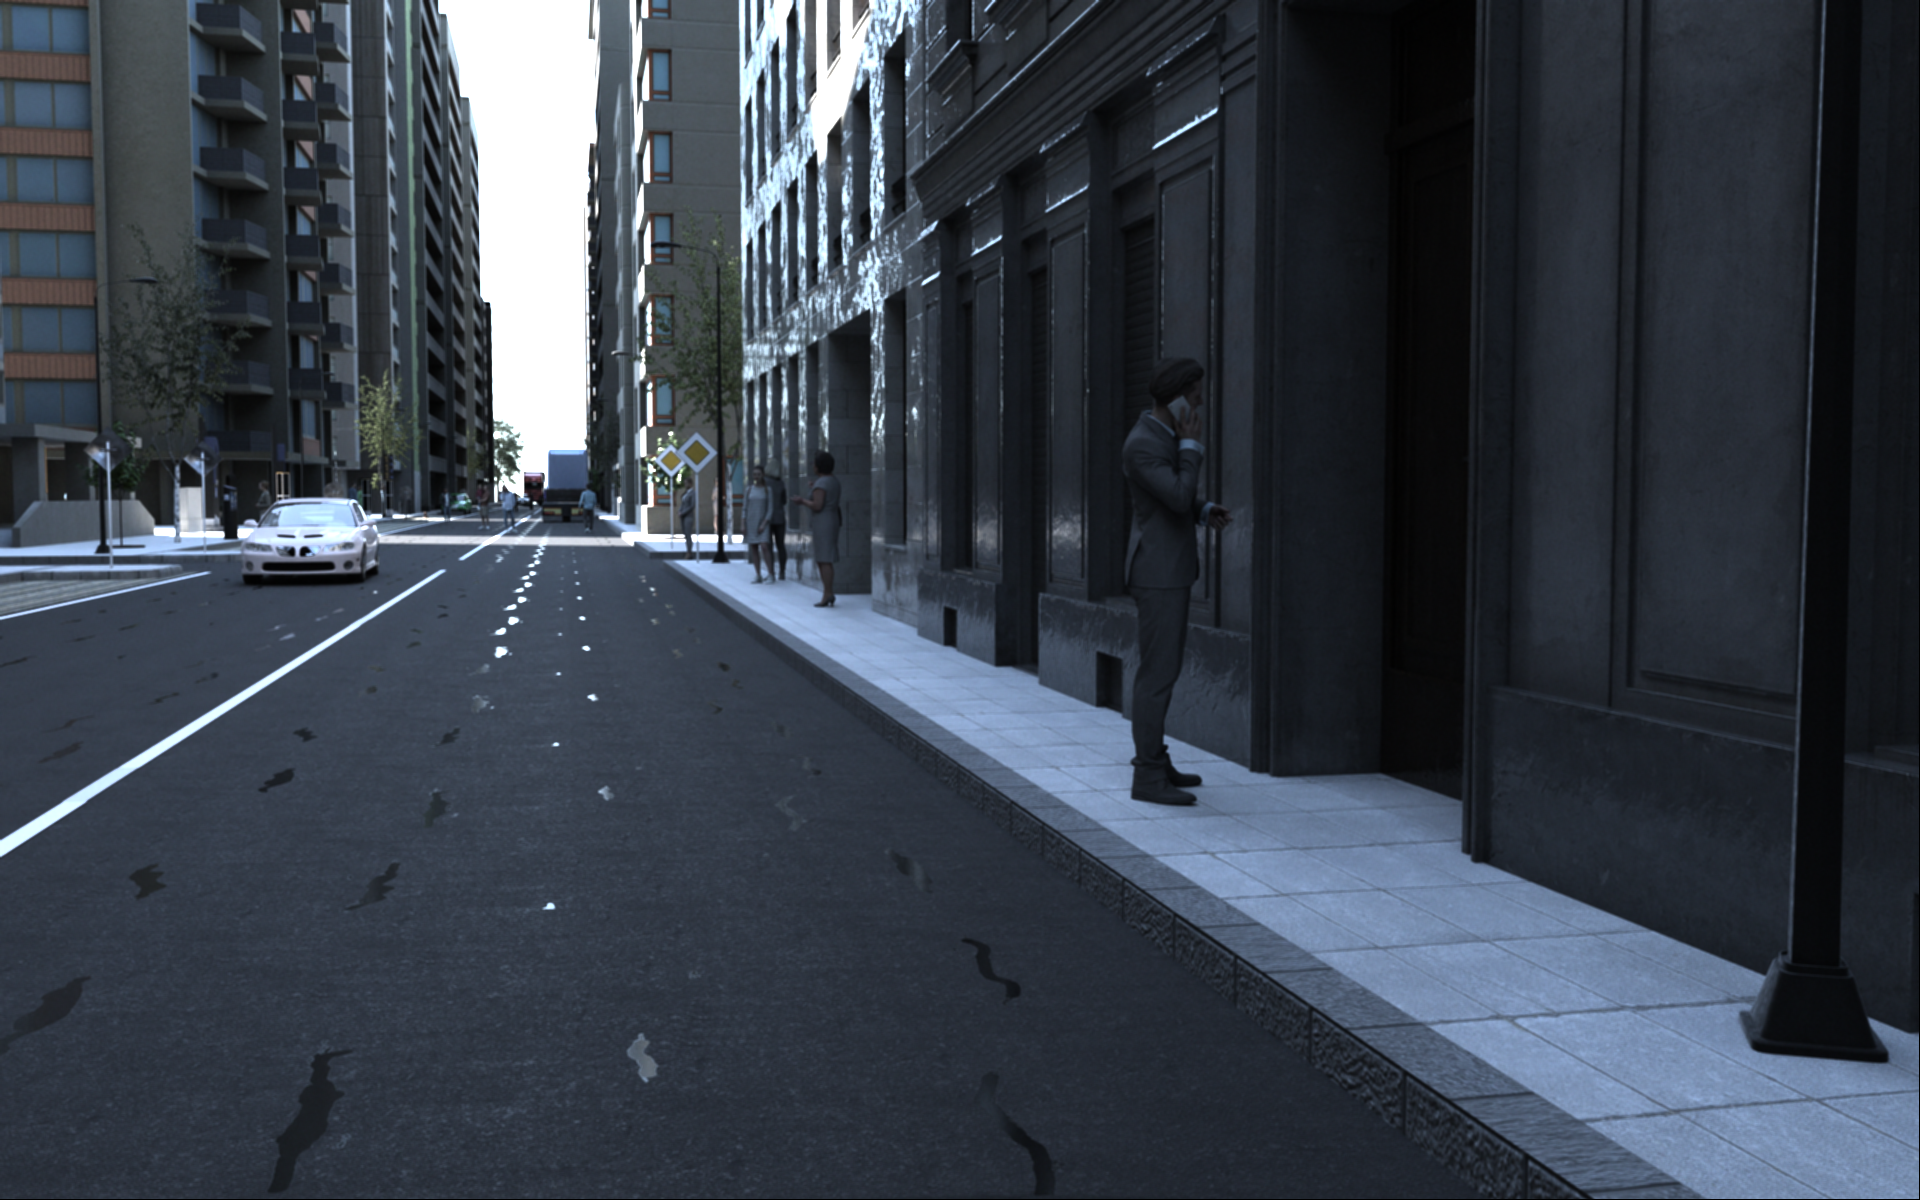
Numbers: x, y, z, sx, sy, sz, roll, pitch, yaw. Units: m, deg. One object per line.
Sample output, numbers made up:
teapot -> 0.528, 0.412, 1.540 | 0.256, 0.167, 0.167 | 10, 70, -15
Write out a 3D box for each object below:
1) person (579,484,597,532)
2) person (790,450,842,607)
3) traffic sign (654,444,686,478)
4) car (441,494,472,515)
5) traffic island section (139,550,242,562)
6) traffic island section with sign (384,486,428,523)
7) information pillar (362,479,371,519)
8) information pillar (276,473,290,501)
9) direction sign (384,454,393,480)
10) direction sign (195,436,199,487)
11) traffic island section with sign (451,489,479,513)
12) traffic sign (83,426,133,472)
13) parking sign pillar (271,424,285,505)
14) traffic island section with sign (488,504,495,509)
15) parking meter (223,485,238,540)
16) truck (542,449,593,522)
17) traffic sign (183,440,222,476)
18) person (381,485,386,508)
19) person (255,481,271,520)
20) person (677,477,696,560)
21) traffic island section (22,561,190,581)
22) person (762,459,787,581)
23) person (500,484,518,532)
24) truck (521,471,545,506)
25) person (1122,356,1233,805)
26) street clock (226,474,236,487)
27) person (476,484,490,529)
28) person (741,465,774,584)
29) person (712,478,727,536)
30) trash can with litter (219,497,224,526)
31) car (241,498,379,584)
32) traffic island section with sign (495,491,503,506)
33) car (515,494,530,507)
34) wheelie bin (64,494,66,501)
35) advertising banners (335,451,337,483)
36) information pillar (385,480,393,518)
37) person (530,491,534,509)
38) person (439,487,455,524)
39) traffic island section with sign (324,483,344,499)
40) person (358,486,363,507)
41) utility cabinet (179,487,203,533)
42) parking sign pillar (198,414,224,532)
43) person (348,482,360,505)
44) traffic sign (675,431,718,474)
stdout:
person -> -14.064, -3.487, 65.526 | 0.660, 1.820, 0.620 | -2, 4, -31
person -> -1.597, -0.817, 19.767 | 0.532, 1.782, 0.716 | 1, 4, 17
traffic sign -> -6.628, -2.307, 39.914 | 0.795, 2.593, 0.064 | -1, 4, -13
car -> -35.523, -6.936, 122.197 | 1.959, 1.807, 4.718 | -1, 4, -11
traffic island section -> -16.497, -0.947, 37.761 | 2.009, 0.180, 2.903 | -1, 4, -13
traffic island section with sign -> -27.543, -4.743, 86.181 | 1.989, 1.847, 2.006 | -1, 4, -13
information pillar -> -28.992, -4.901, 84.618 | 0.304, 2.012, 0.304 | 0, 4, 5
information pillar -> -23.152, -3.351, 59.279 | 0.304, 2.012, 0.304 | 2, 4, 29
direction sign -> -32.308, -6.482, 97.984 | 0.379, 3.537, 0.876 | 1, 4, 14
direction sign -> -29.628, -4.607, 67.317 | 0.379, 3.537, 0.876 | -2, 4, -28
traffic island section with sign -> -38.748, -7.749, 135.327 | 1.989, 1.847, 2.006 | -1, 4, -13
traffic sign -> -14.701, -1.696, 29.913 | 0.795, 2.593, 0.064 | -1, 4, -13
parking sign pillar -> -26.425, -4.809, 67.100 | 1.447, 3.967, 1.447 | -2, 4, -24
traffic island section with sign -> -44.742, -9.357, 161.610 | 1.989, 1.847, 2.006 | -1, 4, -13
parking meter -> -20.644, -2.483, 49.010 | 0.372, 1.533, 0.369 | 0, 3, 0
truck -> -21.970, -6.549, 96.835 | 2.967, 4.110, 18.799 | -1, 4, -12
traffic sign -> -16.475, -2.172, 37.699 | 0.795, 2.593, 0.064 | -1, 4, -13
person -> -32.910, -5.686, 99.267 | 0.793, 1.790, 0.793 | 0, 4, -2
person -> -17.061, -2.041, 42.415 | 0.362, 1.759, 0.519 | -2, 4, -27
person -> -5.807, -1.697, 36.515 | 0.520, 1.790, 0.573 | 3, 4, 38
traffic island section -> -14.722, -0.471, 29.975 | 2.009, 0.180, 2.903 | -1, 4, -13
person -> -2.834, -1.192, 25.712 | 0.537, 1.800, 0.526 | -1, 4, -15
person -> -16.882, -3.427, 64.788 | 0.793, 1.790, 0.793 | 3, 4, 36
truck -> -52.785, -13.800, 214.547 | 2.839, 4.237, 11.283 | -1, 4, -12
person -> 0.921, -0.089, 7.312 | 0.447, 1.846, 0.655 | 1, 4, 11
street clock -> -26.765, -3.611, 63.613 | 0.358, 2.002, 0.471 | -3, 5, -41
person -> -19.626, -3.843, 71.304 | 0.580, 1.828, 0.573 | -1, 4, -16
person -> -2.891, -1.094, 24.928 | 0.512, 1.701, 0.522 | 1, 4, 12
person -> -7.435, -2.886, 53.571 | 0.374, 1.781, 0.599 | -2, 4, -25
trash can with litter -> -29.016, -3.460, 67.952 | 0.624, 1.170, 1.055 | 0, 4, -1
car -> -10.948, -1.041, 29.382 | 2.083, 1.381, 4.827 | -1, 4, -14
traffic island section with sign -> -56.928, -12.630, 215.124 | 1.989, 1.847, 2.006 | -1, 4, -13
car -> -49.660, -11.430, 196.662 | 2.009, 1.686, 4.222 | -1, 4, -13
wheelie bin -> -30.606, -3.192, 60.098 | 0.693, 1.594, 0.980 | 0, 4, 6
advertising banners -> -25.252, -4.510, 69.932 | 0.090, 3.025, 2.074 | -1, 4, -15
information pillar -> -30.681, -5.419, 93.095 | 0.304, 2.012, 0.304 | 0, 4, 4
person -> -40.194, -9.381, 162.683 | 0.445, 1.727, 0.742 | -1, 4, -23
person -> -24.810, -4.577, 83.683 | 0.623, 1.781, 0.721 | -3, 5, -44
traffic island section with sign -> -21.445, -3.105, 59.387 | 1.989, 1.847, 2.006 | -1, 4, -13
person -> -36.790, -6.123, 106.399 | 0.529, 1.795, 0.600 | 2, 4, 24
utility cabinet -> -25.075, -2.920, 56.414 | 0.318, 1.500, 1.173 | 0, 4, -3
parking sign pillar -> -25.541, -4.309, 58.925 | 1.447, 3.967, 1.447 | -1, 4, -15
person -> -27.684, -4.455, 78.907 | 0.581, 1.822, 0.654 | 3, 5, 45
traffic sign -> -4.854, -1.831, 32.128 | 0.795, 2.593, 0.064 | -1, 4, -13
